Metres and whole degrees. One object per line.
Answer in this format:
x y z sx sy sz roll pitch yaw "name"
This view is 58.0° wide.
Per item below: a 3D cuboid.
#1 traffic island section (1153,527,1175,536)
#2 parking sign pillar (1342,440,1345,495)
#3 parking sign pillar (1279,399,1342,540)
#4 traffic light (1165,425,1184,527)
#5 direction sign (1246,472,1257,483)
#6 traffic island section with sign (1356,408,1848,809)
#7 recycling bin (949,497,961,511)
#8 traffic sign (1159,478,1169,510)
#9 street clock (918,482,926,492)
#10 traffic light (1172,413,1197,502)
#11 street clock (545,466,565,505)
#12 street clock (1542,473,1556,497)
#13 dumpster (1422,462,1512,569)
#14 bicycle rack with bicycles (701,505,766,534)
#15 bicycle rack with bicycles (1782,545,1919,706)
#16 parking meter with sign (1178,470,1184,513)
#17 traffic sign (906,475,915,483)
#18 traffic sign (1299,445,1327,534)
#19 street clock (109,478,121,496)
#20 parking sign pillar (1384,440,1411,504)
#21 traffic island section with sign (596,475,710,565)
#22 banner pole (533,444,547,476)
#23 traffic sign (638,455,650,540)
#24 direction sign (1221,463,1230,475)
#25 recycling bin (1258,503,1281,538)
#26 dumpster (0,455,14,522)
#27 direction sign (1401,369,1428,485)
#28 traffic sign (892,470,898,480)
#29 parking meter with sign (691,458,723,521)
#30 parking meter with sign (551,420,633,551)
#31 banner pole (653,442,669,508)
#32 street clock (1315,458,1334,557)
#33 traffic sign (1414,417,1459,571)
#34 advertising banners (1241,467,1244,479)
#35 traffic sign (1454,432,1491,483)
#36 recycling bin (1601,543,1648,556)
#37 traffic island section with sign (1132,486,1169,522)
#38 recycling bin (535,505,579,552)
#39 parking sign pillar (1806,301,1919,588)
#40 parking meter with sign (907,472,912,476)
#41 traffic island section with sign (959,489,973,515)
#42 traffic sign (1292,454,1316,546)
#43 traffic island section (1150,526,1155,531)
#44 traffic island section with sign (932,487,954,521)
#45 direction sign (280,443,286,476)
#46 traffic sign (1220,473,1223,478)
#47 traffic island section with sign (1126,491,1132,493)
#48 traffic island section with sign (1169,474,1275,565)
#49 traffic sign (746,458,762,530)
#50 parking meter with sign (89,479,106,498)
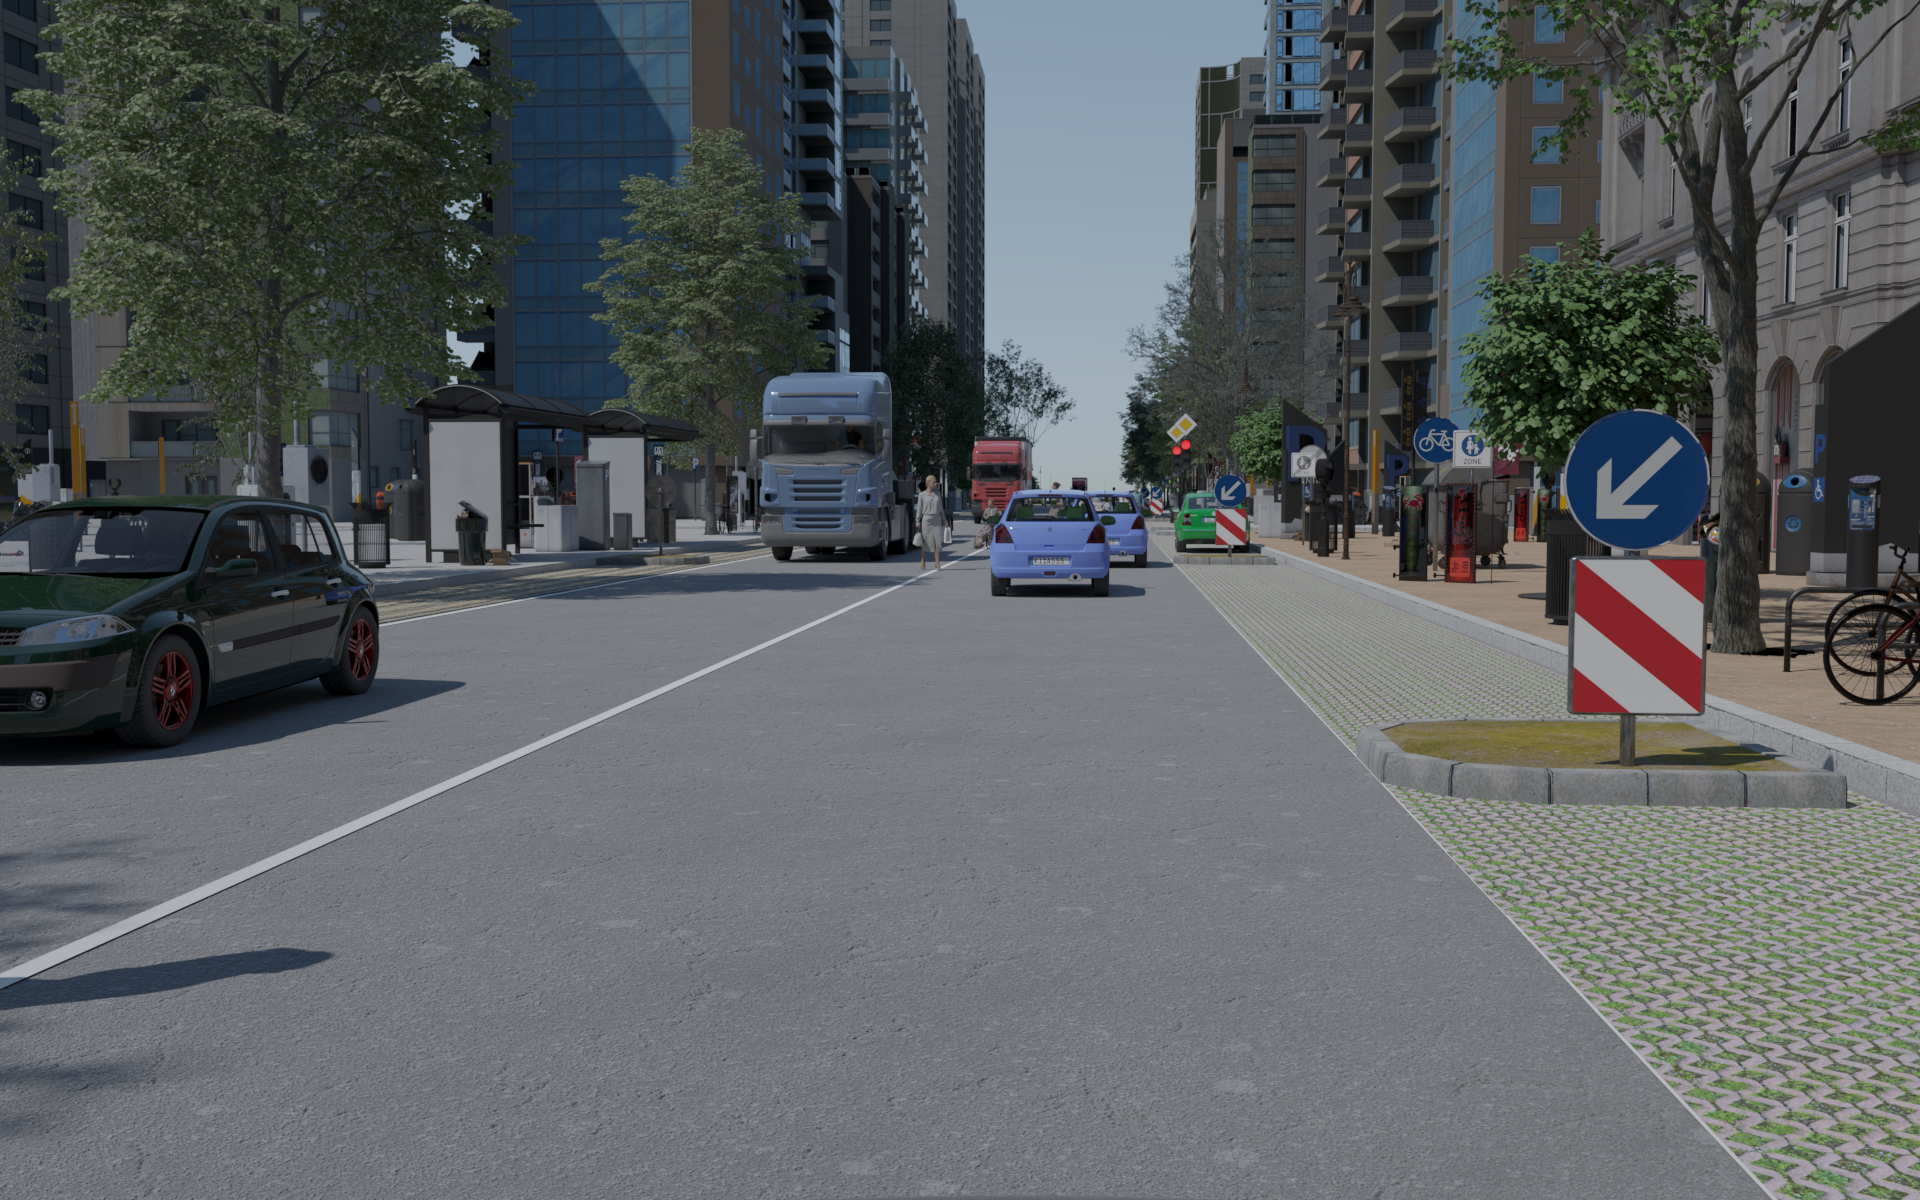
7.849 -2.325 60.295 2.009 0.180 2.903 0 4 5 "traffic island section"
18.406 -5.929 85.410 1.447 3.967 1.447 -3 5 -41 "parking sign pillar"
9.839 -3.719 49.285 1.447 3.967 1.447 0 4 -6 "parking sign pillar"
8.494 -4.845 68.140 0.839 4.253 0.868 0 4 5 "traffic light"
21.216 -8.208 126.204 0.876 3.537 0.379 2 4 25 "direction sign"
3.108 -0.014 8.851 1.989 1.847 2.006 0 4 5 "traffic island section with sign"
-0.372 -7.073 128.204 0.722 1.027 0.722 3 4 38 "recycling bin"
16.382 -8.497 139.034 0.768 2.556 0.104 1 4 12 "traffic sign"
-2.207 -5.911 101.222 0.471 2.002 0.358 1 4 18 "street clock"
7.810 -4.359 60.184 0.839 4.253 0.868 0 4 5 "traffic light"
-10.537 -2.479 45.109 0.471 2.002 0.358 -1 4 -10 "street clock"
17.347 -2.845 51.079 0.358 2.002 0.471 0 4 -7 "street clock"
8.841 -1.496 30.218 1.264 1.857 1.865 0 4 5 "dumpster"
-7.205 -2.632 56.414 2.852 0.926 2.925 0 4 0 "bicycle rack with bicycles"
6.843 0.127 11.311 2.925 0.926 2.852 1 4 9 "bicycle rack with bicycles"
13.812 -6.918 109.373 0.543 3.016 1.738 0 4 2 "parking meter with sign"
-3.427 -7.095 116.105 0.768 2.556 0.104 1 4 14 "traffic sign"
9.186 -2.763 45.275 0.768 2.556 0.104 1 4 11 "traffic sign"
-37.108 -4.375 76.098 0.471 2.002 0.358 1 4 9 "street clock"
21.692 -5.955 85.841 1.447 3.967 1.447 -1 4 -10 "parking sign pillar"
-6.215 -1.643 35.496 1.989 1.847 2.006 0 4 5 "traffic island section with sign"
-20.855 -5.885 86.240 0.863 3.779 0.401 -2 4 -25 "banner pole"
-8.993 -2.943 48.219 0.768 2.556 0.104 0 4 7 "traffic sign"
19.068 -8.099 124.417 0.379 3.537 0.876 -3 5 -40 "direction sign"
9.192 -2.348 50.949 0.722 1.027 0.722 1 4 19 "recycling bin"
-10.969 -0.930 17.706 1.502 2.255 1.985 0 4 5 "dumpster"
8.304 -2.430 31.729 0.379 3.537 0.876 3 5 44 "direction sign"
-3.644 -5.713 93.409 0.884 2.594 0.081 1 4 10 "traffic sign"
-11.983 -5.282 82.614 1.738 3.016 0.543 2 4 31 "parking meter with sign"
-8.346 -2.639 39.403 1.738 3.016 0.543 0 4 7 "parking meter with sign"
-13.124 -5.286 76.442 0.863 3.779 0.401 0 4 2 "banner pole"
7.418 -1.879 35.296 0.358 2.002 0.471 2 4 34 "street clock"
7.903 -1.750 28.725 0.768 2.556 0.104 1 4 11 "traffic sign"
17.929 -7.042 111.321 0.090 3.025 2.074 2 4 28 "advertising banners"
8.241 -1.577 27.909 0.606 2.300 0.079 0 4 6 "traffic sign"
13.626 -1.408 35.571 0.722 1.027 0.722 -2 4 -25 "recycling bin"
10.085 -4.982 90.088 1.989 1.847 2.006 0 4 5 "traffic island section with sign"
-8.985 -1.594 38.622 0.722 1.027 0.722 1 4 19 "recycling bin"
12.683 -2.186 24.206 1.447 3.967 1.447 0 4 3 "parking sign pillar"
-3.987 -8.533 135.769 0.543 3.016 1.738 -1 4 -11 "parking meter with sign"
0.956 -6.747 118.948 1.989 1.847 2.006 0 4 5 "traffic island section with sign"
8.551 -2.506 43.096 0.606 2.300 0.079 1 4 14 "traffic sign"
8.533 -2.812 68.251 2.009 0.180 2.903 0 4 5 "traffic island section"
-1.353 -5.103 92.054 1.989 1.847 2.006 0 4 5 "traffic island section with sign"
-30.187 -5.172 76.556 0.876 3.537 0.379 -3 5 -43 "direction sign"
14.146 -5.826 95.361 0.768 2.556 0.104 1 4 9 "traffic sign"
12.472 -6.687 117.952 1.989 1.847 2.006 0 4 5 "traffic island section with sign"
5.414 -1.656 35.707 1.989 1.847 2.006 0 4 5 "traffic island section with sign"
-7.138 -3.700 60.606 0.768 2.556 0.104 1 4 11 "traffic sign"
-44.954 -5.756 90.363 1.738 3.016 0.543 -3 5 -44 "parking meter with sign"
